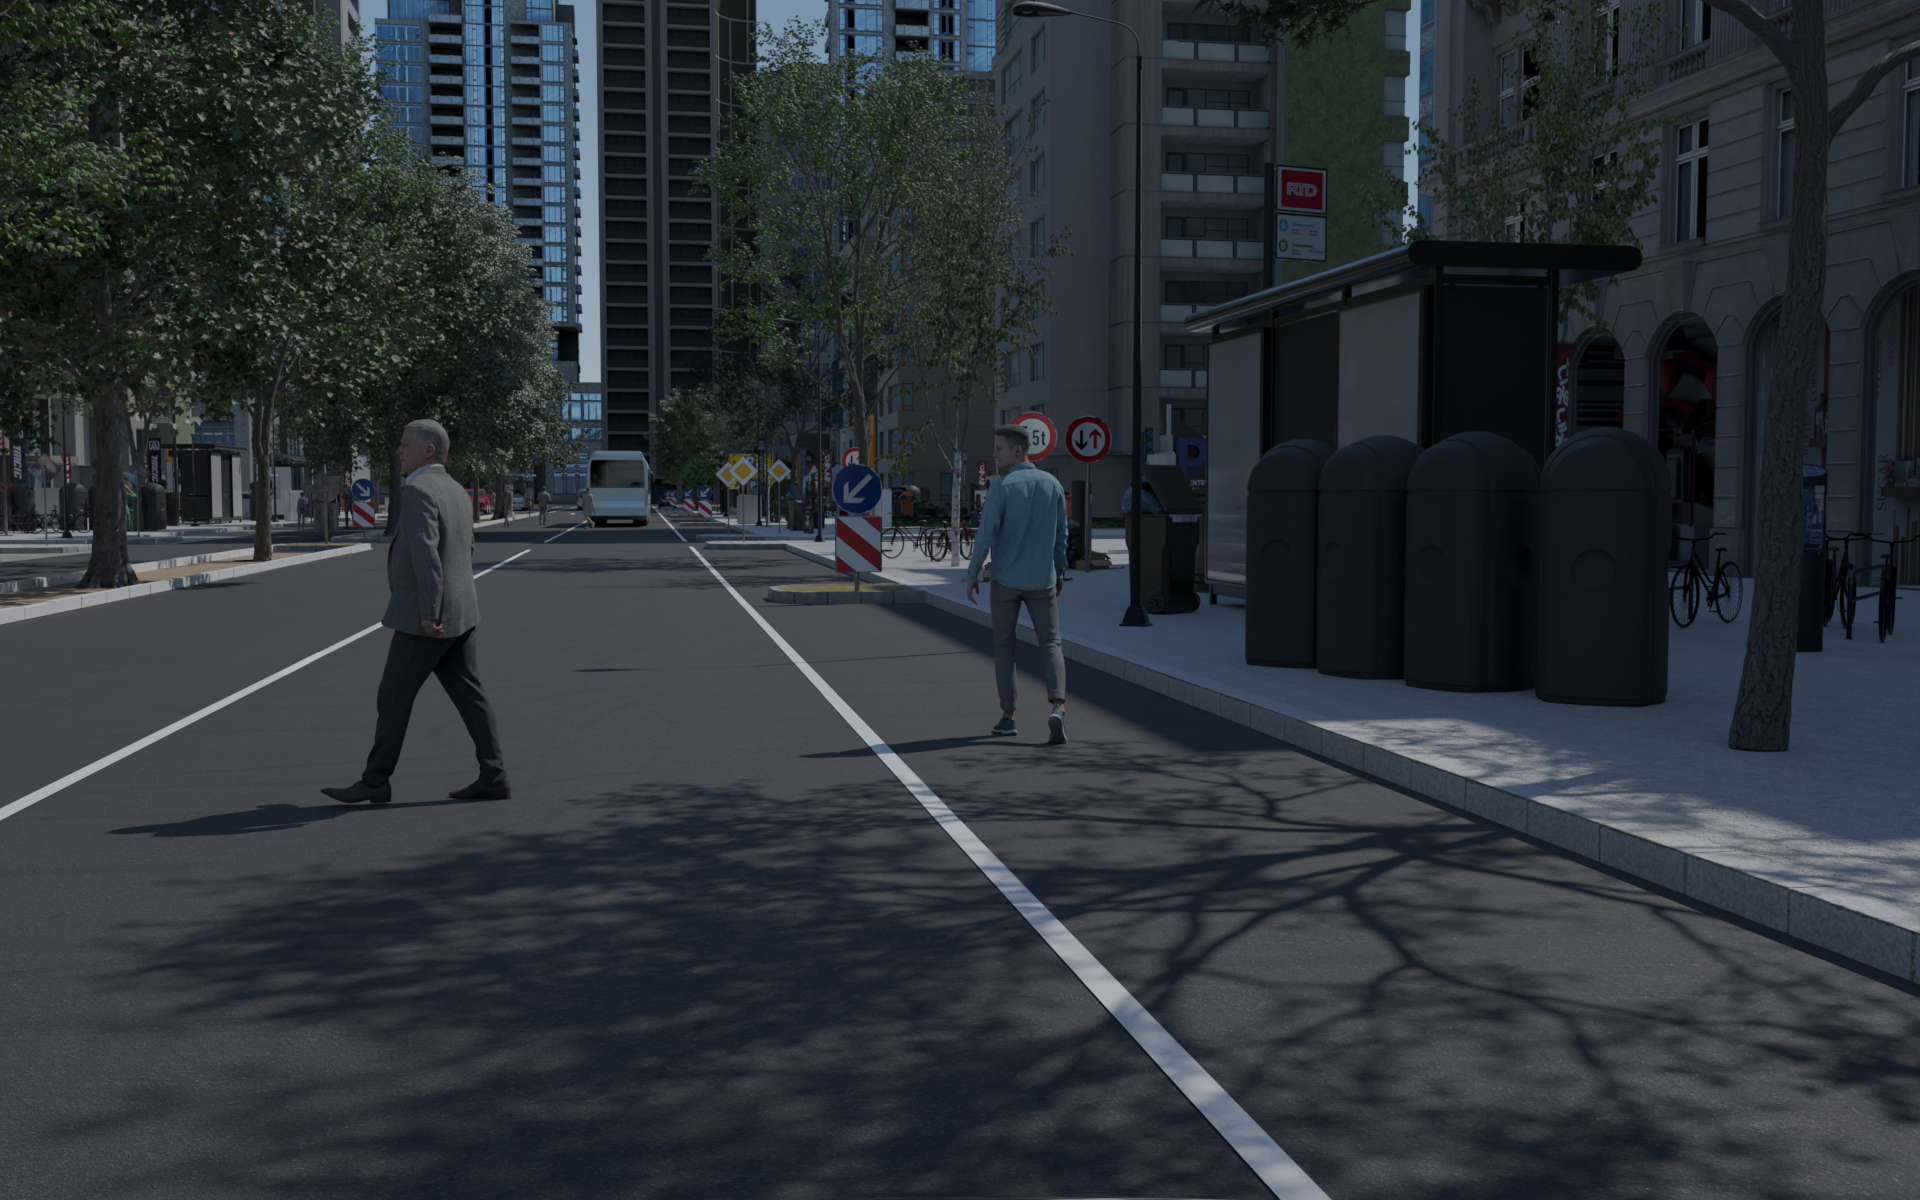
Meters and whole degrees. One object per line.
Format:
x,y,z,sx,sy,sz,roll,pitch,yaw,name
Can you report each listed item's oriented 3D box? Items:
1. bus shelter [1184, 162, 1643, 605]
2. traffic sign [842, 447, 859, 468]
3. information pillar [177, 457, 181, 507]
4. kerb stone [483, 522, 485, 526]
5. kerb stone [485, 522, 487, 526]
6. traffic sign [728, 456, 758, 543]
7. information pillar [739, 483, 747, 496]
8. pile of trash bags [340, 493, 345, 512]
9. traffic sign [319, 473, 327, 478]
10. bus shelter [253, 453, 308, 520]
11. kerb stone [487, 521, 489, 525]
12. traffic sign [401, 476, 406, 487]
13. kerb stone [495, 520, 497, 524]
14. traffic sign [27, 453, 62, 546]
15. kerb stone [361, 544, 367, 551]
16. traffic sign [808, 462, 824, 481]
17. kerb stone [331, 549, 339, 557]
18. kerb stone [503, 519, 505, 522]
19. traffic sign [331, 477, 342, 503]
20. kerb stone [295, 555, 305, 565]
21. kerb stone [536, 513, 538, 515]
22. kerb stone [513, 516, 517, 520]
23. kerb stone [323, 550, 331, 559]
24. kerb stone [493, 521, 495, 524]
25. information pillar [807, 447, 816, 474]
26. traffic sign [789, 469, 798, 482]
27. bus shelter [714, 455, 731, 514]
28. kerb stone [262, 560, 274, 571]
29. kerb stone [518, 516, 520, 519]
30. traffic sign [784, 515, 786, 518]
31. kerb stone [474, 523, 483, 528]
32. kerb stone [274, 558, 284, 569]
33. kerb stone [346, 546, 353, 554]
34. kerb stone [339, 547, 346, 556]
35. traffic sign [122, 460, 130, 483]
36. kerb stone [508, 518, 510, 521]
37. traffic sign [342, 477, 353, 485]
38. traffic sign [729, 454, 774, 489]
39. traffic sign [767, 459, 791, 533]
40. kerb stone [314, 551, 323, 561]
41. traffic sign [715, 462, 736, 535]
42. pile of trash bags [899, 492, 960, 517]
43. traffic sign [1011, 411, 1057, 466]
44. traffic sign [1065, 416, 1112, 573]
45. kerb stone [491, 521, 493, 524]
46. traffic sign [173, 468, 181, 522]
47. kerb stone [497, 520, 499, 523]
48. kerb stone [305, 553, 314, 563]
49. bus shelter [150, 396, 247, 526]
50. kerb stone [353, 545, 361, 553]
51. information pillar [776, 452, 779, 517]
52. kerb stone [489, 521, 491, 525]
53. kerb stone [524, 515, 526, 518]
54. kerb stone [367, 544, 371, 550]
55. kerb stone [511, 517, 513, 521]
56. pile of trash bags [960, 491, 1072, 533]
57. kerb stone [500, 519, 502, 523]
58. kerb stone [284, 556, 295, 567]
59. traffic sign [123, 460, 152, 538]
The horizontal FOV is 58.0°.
3.944,-2.513,18.720,2.179,5.291,8.768,-1,4,-10,bus shelter
-2.833,-2.876,47.133,0.768,2.556,0.104,0,4,-3,traffic sign
-40.549,-6.058,90.410,0.504,3.616,0.183,-2,4,-29,information pillar
-21.103,-3.295,76.180,0.120,0.150,1.000,-1,4,-10,kerb stone
-21.289,-3.363,77.185,0.120,0.150,1.000,-1,4,-10,kerb stone
-5.724,-2.576,45.752,0.795,2.450,0.064,-1,4,-10,traffic sign
-10.164,-4.692,81.211,0.304,2.012,0.304,3,5,44,information pillar
-44.703,-6.880,122.242,1.912,1.369,3.447,3,4,37,pile of trash bags
-37.931,-6.312,103.314,0.768,2.556,0.104,0,4,-2,traffic sign
-34.256,-5.759,88.081,2.014,3.302,5.546,-1,4,-10,bus shelter
-21.467,-3.425,78.196,0.120,0.150,1.000,-1,4,-10,kerb stone
-39.462,-7.468,122.203,0.768,2.556,0.104,-1,4,-8,traffic sign
-22.212,-3.666,82.220,0.120,0.150,1.000,-1,4,-10,kerb stone
-22.540,-2.388,42.687,0.795,2.450,0.064,-1,4,-10,traffic sign
-15.056,-1.294,43.365,0.120,0.150,1.000,-1,4,-10,kerb stone
-5.934,-4.317,70.589,0.884,2.594,0.081,-1,4,-9,traffic sign
-14.322,-1.049,39.343,0.120,0.150,1.000,-1,4,-10,kerb stone
-23.130,-3.977,87.255,0.120,0.150,1.000,-1,4,-10,kerb stone
-36.420,-6.059,101.188,0.606,2.300,0.079,0,4,-8,traffic sign
-13.578,-0.801,35.319,0.120,0.150,1.000,-1,4,-10,kerb stone
-28.154,-5.644,114.501,0.120,0.150,1.000,-1,4,-10,kerb stone
-24.625,-4.472,95.329,0.120,0.150,1.000,-1,4,-10,kerb stone
-14.126,-0.987,38.336,0.120,0.150,1.000,-1,4,-10,kerb stone
-22.034,-3.610,81.213,0.120,0.150,1.000,-1,4,-10,kerb stone
-7.471,-5.841,86.855,0.504,3.616,0.183,2,4,25,information pillar
-8.570,-5.350,87.580,0.768,2.556,0.104,-1,4,-10,traffic sign
-14.420,-7.176,108.617,1.731,3.624,6.357,-1,4,-10,bus shelter
-13.019,-0.607,32.304,0.120,0.150,1.000,-1,4,-10,kerb stone
-24.998,-4.597,97.353,0.120,0.150,1.000,-1,4,-10,kerb stone
-9.564,-5.653,94.562,0.606,2.300,0.079,-1,4,-9,traffic sign
-20.911,-3.228,75.175,0.120,0.150,1.000,-1,4,-10,kerb stone
-13.209,-0.678,33.308,0.120,0.150,1.000,-1,4,-10,kerb stone
-14.691,-1.169,41.354,0.120,0.150,1.000,-1,4,-10,kerb stone
-14.505,-1.108,40.349,0.120,0.150,1.000,-1,4,-10,kerb stone
-31.873,-4.053,66.266,0.884,2.594,0.081,-1,4,-10,traffic sign
-23.700,-4.160,90.282,0.120,0.150,1.000,-1,4,-10,kerb stone
-42.002,-7.254,118.710,0.768,2.556,0.104,0,4,-2,traffic sign
-10.527,-5.724,87.453,2.265,3.308,0.079,0,4,-5,traffic sign
-5.943,-3.410,56.939,0.795,2.450,0.064,0,4,-6,traffic sign
-13.945,-0.923,37.330,0.120,0.150,1.000,-1,4,-10,kerb stone
-7.171,-3.056,53.606,0.795,2.450,0.064,-1,4,-10,traffic sign
-1.157,-3.664,69.654,3.447,1.369,1.912,3,5,44,pile of trash bags
1.113,-1.633,26.803,0.768,2.556,0.104,0,4,-1,traffic sign
2.084,-1.723,28.272,0.768,2.556,0.104,0,4,-5,traffic sign
-21.842,-3.548,80.208,0.120,0.150,1.000,-1,4,-10,kerb stone
-34.577,-4.614,76.627,0.795,2.450,0.064,0,4,-1,traffic sign
-22.395,-3.733,83.225,0.120,0.150,1.000,-1,4,-10,kerb stone
-13.760,-0.864,36.325,0.120,0.150,1.000,-1,4,-10,kerb stone
-32.307,-5.854,73.343,2.179,5.291,8.768,-1,4,-10,bus shelter
-14.869,-1.233,42.361,0.120,0.150,1.000,-1,4,-10,kerb stone
-10.074,-6.368,95.479,0.183,3.616,0.504,-1,4,-17,information pillar
-21.660,-3.487,79.202,0.120,0.150,1.000,-1,4,-10,kerb stone
-25.931,-4.905,102.397,0.120,0.150,1.000,-1,4,-10,kerb stone
-15.241,-1.356,44.373,0.120,0.150,1.000,-1,4,-10,kerb stone
-24.065,-4.289,92.313,0.120,0.150,1.000,-1,4,-10,kerb stone
2.025,-2.844,56.251,3.447,1.369,1.912,-1,4,-17,pile of trash bags
-22.773,-3.856,85.238,0.120,0.150,1.000,-1,4,-10,kerb stone
-13.396,-0.741,34.312,0.120,0.150,1.000,-1,4,-10,kerb stone
-23.987,-2.868,50.540,0.795,2.450,0.064,-1,4,-10,traffic sign
